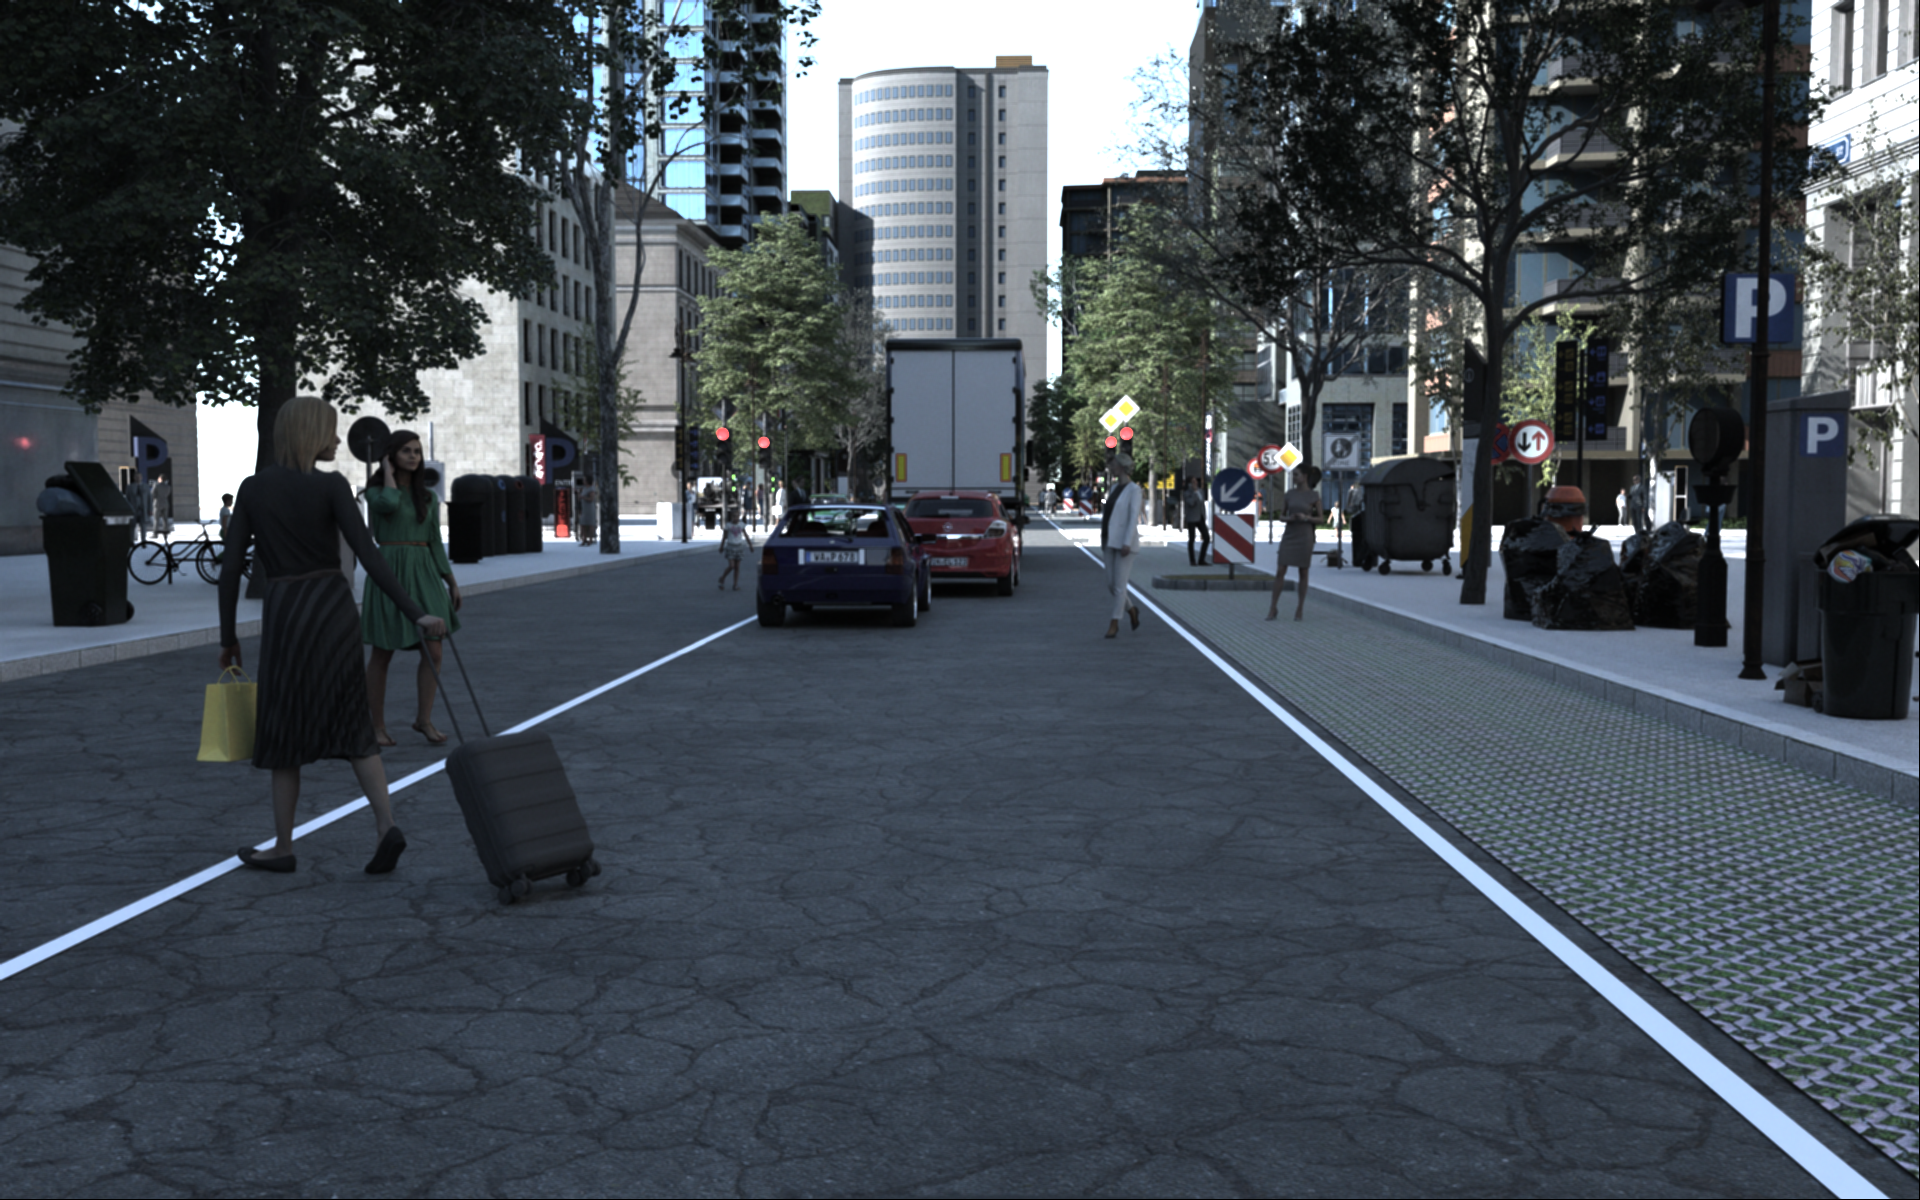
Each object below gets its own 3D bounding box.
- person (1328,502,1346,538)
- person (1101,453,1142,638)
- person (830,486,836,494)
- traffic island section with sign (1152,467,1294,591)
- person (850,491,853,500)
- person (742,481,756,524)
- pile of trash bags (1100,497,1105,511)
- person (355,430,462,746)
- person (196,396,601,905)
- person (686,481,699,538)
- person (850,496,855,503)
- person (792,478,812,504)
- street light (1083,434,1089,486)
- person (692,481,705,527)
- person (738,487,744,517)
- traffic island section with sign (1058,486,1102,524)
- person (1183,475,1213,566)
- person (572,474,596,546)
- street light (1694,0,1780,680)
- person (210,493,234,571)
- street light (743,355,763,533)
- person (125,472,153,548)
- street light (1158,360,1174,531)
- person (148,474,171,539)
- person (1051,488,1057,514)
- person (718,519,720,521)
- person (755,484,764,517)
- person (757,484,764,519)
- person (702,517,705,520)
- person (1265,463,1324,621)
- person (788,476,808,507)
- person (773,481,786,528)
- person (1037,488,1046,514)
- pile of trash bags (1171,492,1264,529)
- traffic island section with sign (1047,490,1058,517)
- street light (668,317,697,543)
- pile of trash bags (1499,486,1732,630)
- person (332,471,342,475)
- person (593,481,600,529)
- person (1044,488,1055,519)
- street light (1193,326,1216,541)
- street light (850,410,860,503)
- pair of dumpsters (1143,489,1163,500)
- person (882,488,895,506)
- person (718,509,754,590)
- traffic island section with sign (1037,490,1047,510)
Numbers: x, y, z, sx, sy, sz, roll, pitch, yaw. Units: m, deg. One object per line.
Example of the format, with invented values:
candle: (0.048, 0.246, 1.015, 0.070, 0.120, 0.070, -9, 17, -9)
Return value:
person: (11.120, -2.297, 51.077, 0.505, 1.210, 0.382, 0, 4, -5)
person: (1.666, -0.558, 17.501, 0.514, 1.842, 0.818, 3, 4, 39)
person: (-6.621, -5.063, 89.662, 0.643, 1.720, 0.563, 1, 4, 19)
traffic island section with sign: (3.965, -1.090, 26.450, 1.989, 1.847, 2.006, 0, 4, 2)
person: (-7.397, -6.572, 116.098, 0.503, 1.515, 0.523, -1, 4, -10)
person: (-9.090, -4.188, 74.534, 0.581, 1.822, 0.654, -1, 4, -10)
pile of trash bags: (11.872, -7.201, 127.485, 1.912, 1.369, 3.447, -3, 5, -43)
person: (-3.169, -0.069, 9.880, 0.529, 1.795, 0.600, 2, 4, 32)
person: (-2.126, 0.144, 6.363, 1.509, 1.804, 0.699, 2, 4, 31)
person: (-8.396, -2.766, 53.745, 0.581, 1.822, 0.654, -2, 4, -35)
person: (-6.105, -5.269, 97.696, 1.012, 1.151, 0.738, 2, 4, 32)
person: (-4.375, -2.351, 46.724, 0.659, 1.850, 0.755, 3, 5, 41)
street light: (9.500, -9.648, 130.529, 0.468, 5.910, 1.993, 0, 4, 2)
person: (-10.335, -3.794, 68.180, 0.694, 1.812, 0.767, 1, 4, 21)
person: (-12.425, -5.582, 97.428, 0.709, 1.813, 0.853, -2, 4, -30)
traffic island section with sign: (5.809, -4.493, 82.096, 1.989, 1.847, 2.006, 0, 4, 2)
person: (4.717, -1.572, 34.389, 0.592, 1.802, 0.473, -1, 4, -19)
person: (-9.283, -2.218, 42.663, 0.532, 1.782, 0.716, -2, 4, -35)
street light: (5.515, -2.391, 11.875, 0.468, 5.910, 1.993, 0, 4, 2)
person: (-12.240, -1.133, 28.817, 0.306, 1.304, 0.590, 2, 4, 35)
street light: (-6.863, -5.187, 57.597, 0.468, 5.910, 1.993, 0, 4, 2)
person: (-19.542, -2.141, 41.142, 0.694, 1.812, 0.767, -2, 4, -29)
street light: (7.103, -5.331, 59.944, 0.468, 5.910, 1.993, 0, 4, 2)
person: (-23.048, -2.689, 49.819, 0.447, 1.846, 0.655, 2, 4, 35)
person: (6.188, -6.518, 114.919, 0.661, 1.843, 0.795, -3, 4, -37)
person: (-11.335, -4.697, 83.068, 0.641, 1.798, 0.478, 2, 4, 25)
person: (-10.916, -5.451, 95.136, 0.573, 1.828, 0.580, 2, 4, 24)
person: (-10.250, -5.099, 89.418, 0.388, 1.821, 0.555, 3, 4, 36)
person: (-12.704, -4.822, 84.687, 0.655, 1.846, 0.447, 0, 4, -6)
person: (3.760, -0.650, 19.473, 0.599, 1.781, 0.374, 2, 4, 27)
person: (-3.597, -1.912, 39.533, 0.659, 1.850, 0.755, -3, 5, -44)
person: (-6.788, -3.642, 65.934, 0.624, 1.780, 0.694, 2, 4, 25)
person: (5.859, -7.027, 123.244, 0.795, 1.843, 0.661, -3, 5, -45)
pile of trash bags: (9.341, -3.265, 63.135, 3.447, 1.369, 1.912, 1, 4, 18)
traffic island section with sign: (6.714, -6.186, 109.765, 1.989, 1.847, 2.006, 0, 4, 2)
street light: (-7.257, -4.444, 45.445, 0.468, 5.910, 1.993, 0, 4, 2)
pile of trash bags: (6.530, -0.496, 17.857, 1.912, 1.369, 3.447, 0, 4, 6)
person: (-13.005, -1.826, 36.320, 0.534, 1.772, 0.576, 0, 4, 1)
person: (-13.297, -3.461, 63.175, 0.519, 1.759, 0.362, -1, 4, -23)
person: (5.196, -5.661, 101.259, 0.606, 1.804, 0.583, -1, 4, -21)
street light: (6.706, -4.581, 47.693, 0.468, 5.910, 1.993, 0, 4, 2)
street light: (-5.655, -7.382, 93.487, 0.468, 5.910, 1.993, 0, 4, 2)
pair of dumpsters: (11.633, -6.220, 104.190, 1.574, 2.255, 4.437, 0, 4, 2)
person: (-1.925, -2.282, 45.910, 0.778, 1.811, 0.616, 2, 4, 27)
person: (-3.353, -0.759, 25.926, 0.505, 1.210, 0.382, -2, 4, -27)
traffic island section with sign: (8.356, -9.245, 159.786, 1.989, 1.847, 2.006, 0, 4, 2)
